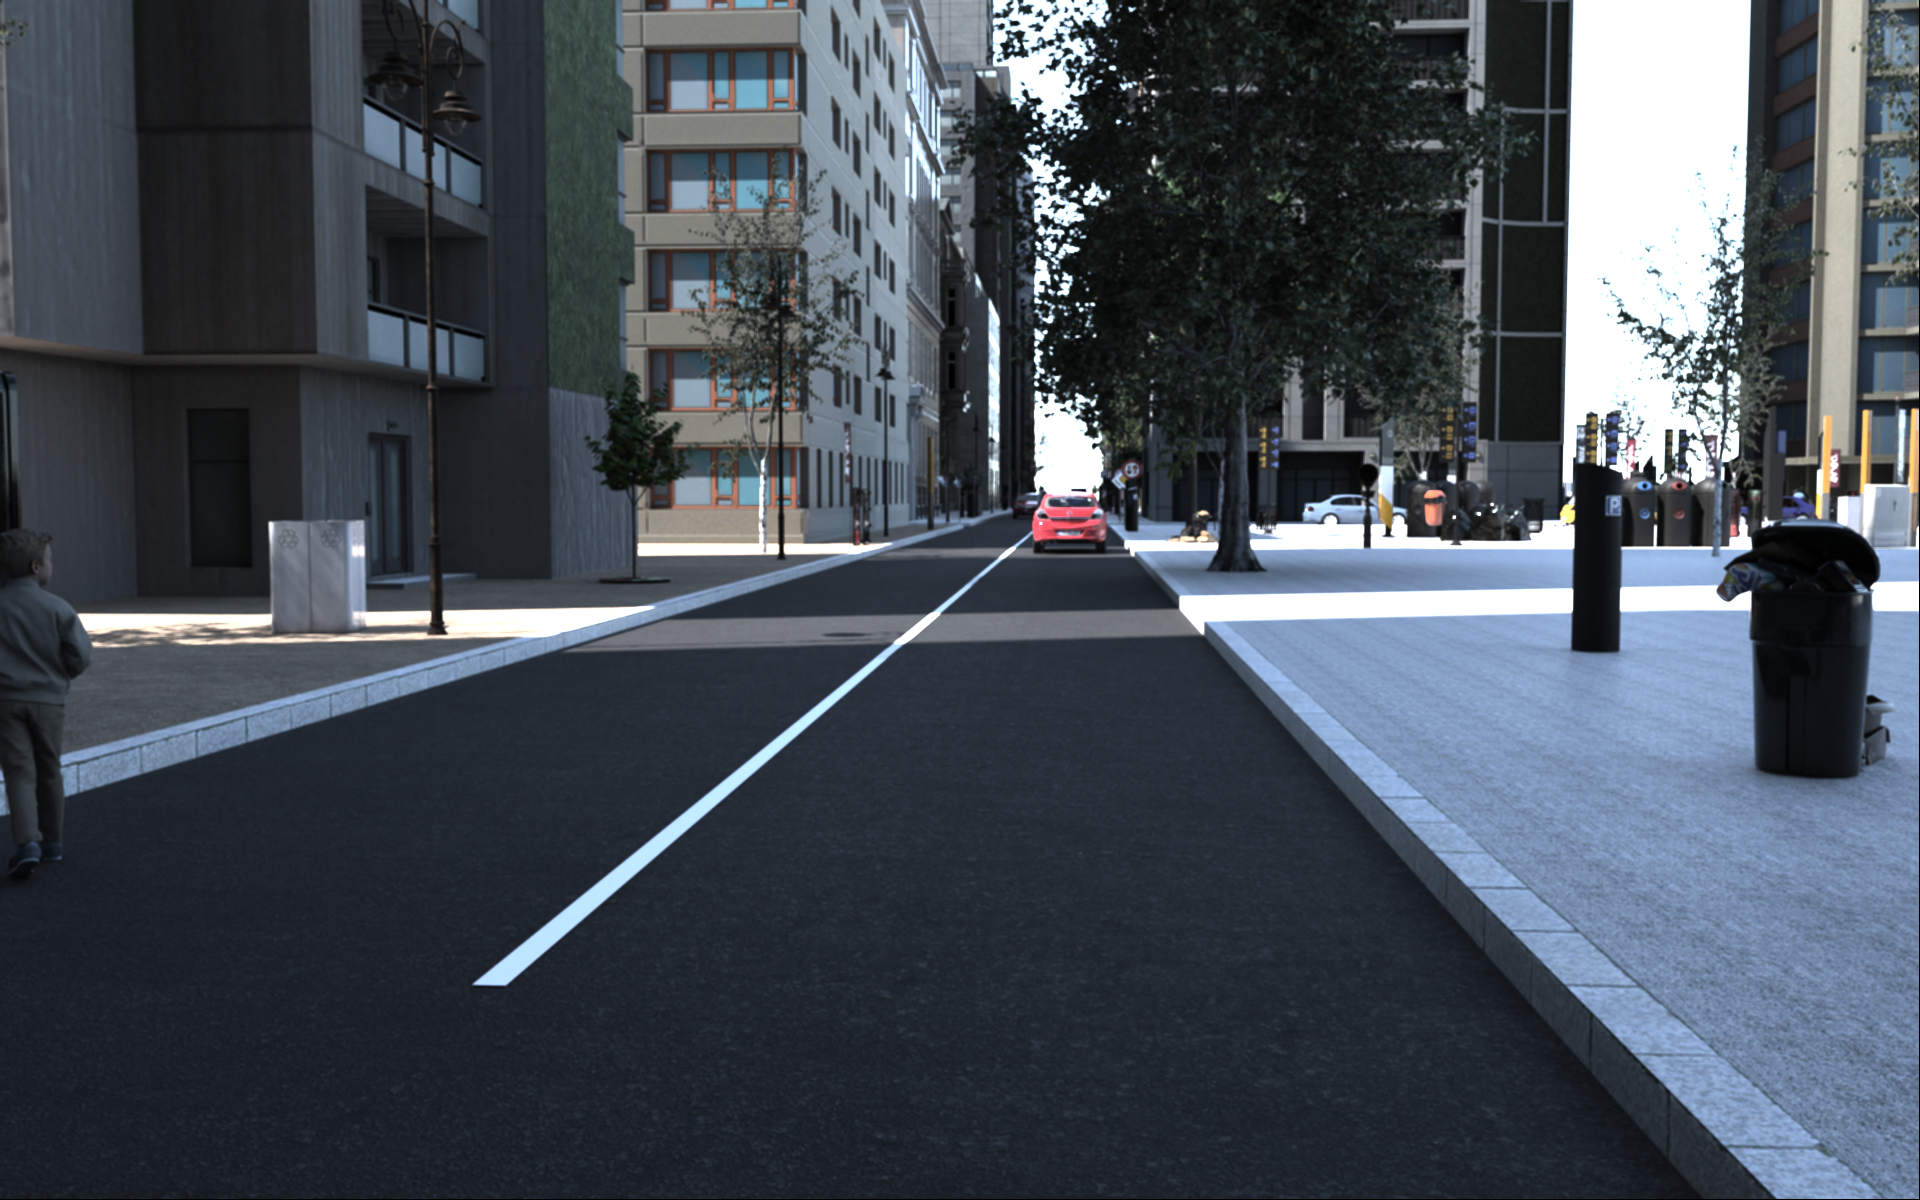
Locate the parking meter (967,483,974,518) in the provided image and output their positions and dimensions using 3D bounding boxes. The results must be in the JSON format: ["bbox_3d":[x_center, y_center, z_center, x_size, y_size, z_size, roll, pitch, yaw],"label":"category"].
[{"bbox_3d":[0.577,-5.441,94.674,0.255,1.863,0.399,2,4,25],"label":"parking meter"}]

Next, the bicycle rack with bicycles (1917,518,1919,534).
[{"bbox_3d":[30.115,-2.586,55.669,2.925,0.926,2.852,1,4,15],"label":"bicycle rack with bicycles"}]

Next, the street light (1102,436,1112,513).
[{"bbox_3d":[11.529,-9.901,134.663,0.468,5.910,1.993,0,4,4],"label":"street light"}]

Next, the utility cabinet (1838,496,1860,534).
[{"bbox_3d":[24.301,-2.198,47.097,1.020,1.237,0.306,-2,4,-29],"label":"utility cabinet"}]

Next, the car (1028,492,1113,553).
[{"bbox_3d":[2.753,-2.099,43.353,2.155,1.783,4.494,0,4,4],"label":"car"}]

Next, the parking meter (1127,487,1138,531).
[{"bbox_3d":[5.937,-3.129,59.574,0.372,1.533,0.369,0,3,0],"label":"parking meter"}]

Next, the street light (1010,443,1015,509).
[{"bbox_3d":[4.729,-11.169,155.394,0.468,5.910,1.993,0,4,4],"label":"street light"}]

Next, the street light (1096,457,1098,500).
[{"bbox_3d":[14.163,-12.274,173.474,0.468,5.910,1.993,0,4,4],"label":"street light"}]

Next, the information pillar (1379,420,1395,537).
[{"bbox_3d":[12.633,-3.664,51.269,0.504,3.616,0.183,-2,4,-27],"label":"information pillar"}]

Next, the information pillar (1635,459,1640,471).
[{"bbox_3d":[45.339,-7.635,116.187,0.504,3.616,0.183,2,4,28],"label":"information pillar"}]

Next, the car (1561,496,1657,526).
[{"bbox_3d":[27.039,-3.766,71.800,3.980,1.641,2.015,0,4,4],"label":"car"}]

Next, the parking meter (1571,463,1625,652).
[{"bbox_3d":[5.212,-0.352,14.160,0.372,1.533,0.369,0,3,0],"label":"parking meter"}]

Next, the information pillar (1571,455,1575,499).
[{"bbox_3d":[36.972,-6.891,104.014,0.504,3.616,0.183,2,4,32],"label":"information pillar"}]

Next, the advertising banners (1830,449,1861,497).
[{"bbox_3d":[34.933,-4.373,67.693,2.074,3.025,0.090,1,4,10],"label":"advertising banners"}]

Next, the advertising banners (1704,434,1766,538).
[{"bbox_3d":[22.596,-3.330,50.632,2.074,3.025,0.090,-1,4,-9],"label":"advertising banners"}]

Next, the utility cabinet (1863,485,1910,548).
[{"bbox_3d":[21.713,-1.950,40.564,1.173,1.500,0.318,-2,4,-25],"label":"utility cabinet"}]

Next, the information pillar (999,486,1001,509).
[{"bbox_3d":[3.385,-9.051,152.482,0.304,2.012,0.304,3,5,44],"label":"information pillar"}]

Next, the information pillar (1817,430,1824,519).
[{"bbox_3d":[29.658,-4.171,59.551,0.504,3.616,0.183,-3,4,-36],"label":"information pillar"}]

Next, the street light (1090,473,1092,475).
[{"bbox_3d":[18.591,-16.292,239.157,0.468,5.910,1.993,0,4,4],"label":"street light"}]

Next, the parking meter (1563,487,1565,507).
[{"bbox_3d":[50.444,-8.516,144.946,0.255,1.863,0.399,2,4,29],"label":"parking meter"}]

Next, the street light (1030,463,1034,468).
[{"bbox_3d":[8.497,-14.576,211.099,0.468,5.910,1.993,0,4,4],"label":"street light"}]

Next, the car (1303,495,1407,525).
[{"bbox_3d":[16.629,-3.694,72.391,4.499,1.417,2.014,0,4,3],"label":"car"}]

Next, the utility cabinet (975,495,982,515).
[{"bbox_3d":[1.017,-5.824,106.390,0.306,1.237,1.020,-2,4,-26],"label":"utility cabinet"}]

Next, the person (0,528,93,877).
[{"bbox_3d":[-3.561,0.378,6.588,0.475,1.303,0.640,-2,4,-31],"label":"person"}]

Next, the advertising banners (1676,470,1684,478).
[{"bbox_3d":[51.730,-7.965,126.414,2.074,3.025,0.090,3,4,38],"label":"advertising banners"}]

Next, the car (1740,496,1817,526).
[{"bbox_3d":[33.314,-3.629,71.907,3.894,1.354,1.945,0,4,5],"label":"car"}]

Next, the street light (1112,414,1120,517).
[{"bbox_3d":[8.982,-7.638,97.669,0.468,5.910,1.993,0,4,4],"label":"street light"}]

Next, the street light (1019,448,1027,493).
[{"bbox_3d":[6.162,-12.295,173.804,0.468,5.910,1.993,0,4,4],"label":"street light"}]

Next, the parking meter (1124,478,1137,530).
[{"bbox_3d":[6.031,-3.391,61.154,0.399,1.863,0.255,-2,4,-24],"label":"parking meter"}]

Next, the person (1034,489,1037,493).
[{"bbox_3d":[5.083,-6.681,118.087,0.721,1.781,0.623,0,4,-8],"label":"person"}]

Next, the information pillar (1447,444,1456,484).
[{"bbox_3d":[21.938,-5.241,77.042,0.504,3.616,0.183,0,4,-2],"label":"information pillar"}]

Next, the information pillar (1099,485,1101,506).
[{"bbox_3d":[11.770,-8.566,144.551,0.304,2.012,0.304,-1,4,-12],"label":"information pillar"}]

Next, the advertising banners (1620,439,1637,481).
[{"bbox_3d":[21.100,-3.640,55.694,0.090,3.025,2.074,-1,4,-13],"label":"advertising banners"}]

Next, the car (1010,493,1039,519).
[{"bbox_3d":[4.008,-5.672,101.785,2.155,1.783,4.494,0,4,2],"label":"car"}]

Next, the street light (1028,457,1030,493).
[{"bbox_3d":[7.250,-13.408,192.005,0.468,5.910,1.993,0,4,4],"label":"street light"}]

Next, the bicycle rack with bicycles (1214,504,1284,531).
[{"bbox_3d":[10.311,-2.950,61.611,2.852,0.926,2.925,2,4,23],"label":"bicycle rack with bicycles"}]

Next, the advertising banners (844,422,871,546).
[{"bbox_3d":[-2.559,-2.864,43.014,0.090,3.025,2.074,1,4,15],"label":"advertising banners"}]

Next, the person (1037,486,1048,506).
[{"bbox_3d":[4.169,-4.759,86.415,0.679,1.850,0.850,0,4,-4],"label":"person"}]

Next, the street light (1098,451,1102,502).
[{"bbox_3d":[12.866,-11.148,155.065,0.468,5.910,1.993,0,4,4],"label":"street light"}]

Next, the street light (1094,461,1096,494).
[{"bbox_3d":[15.421,-13.423,192.247,0.468,5.910,1.993,0,4,4],"label":"street light"}]

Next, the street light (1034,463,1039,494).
[{"bbox_3d":[9.816,-15.688,229.283,0.468,5.910,1.993,0,4,4],"label":"street light"}]

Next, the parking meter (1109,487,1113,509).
[{"bbox_3d":[12.523,-8.479,144.345,0.399,1.863,0.255,1,4,12],"label":"parking meter"}]

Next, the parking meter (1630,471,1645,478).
[{"bbox_3d":[16.781,-2.278,42.962,0.255,1.863,0.399,0,4,0],"label":"parking meter"}]
